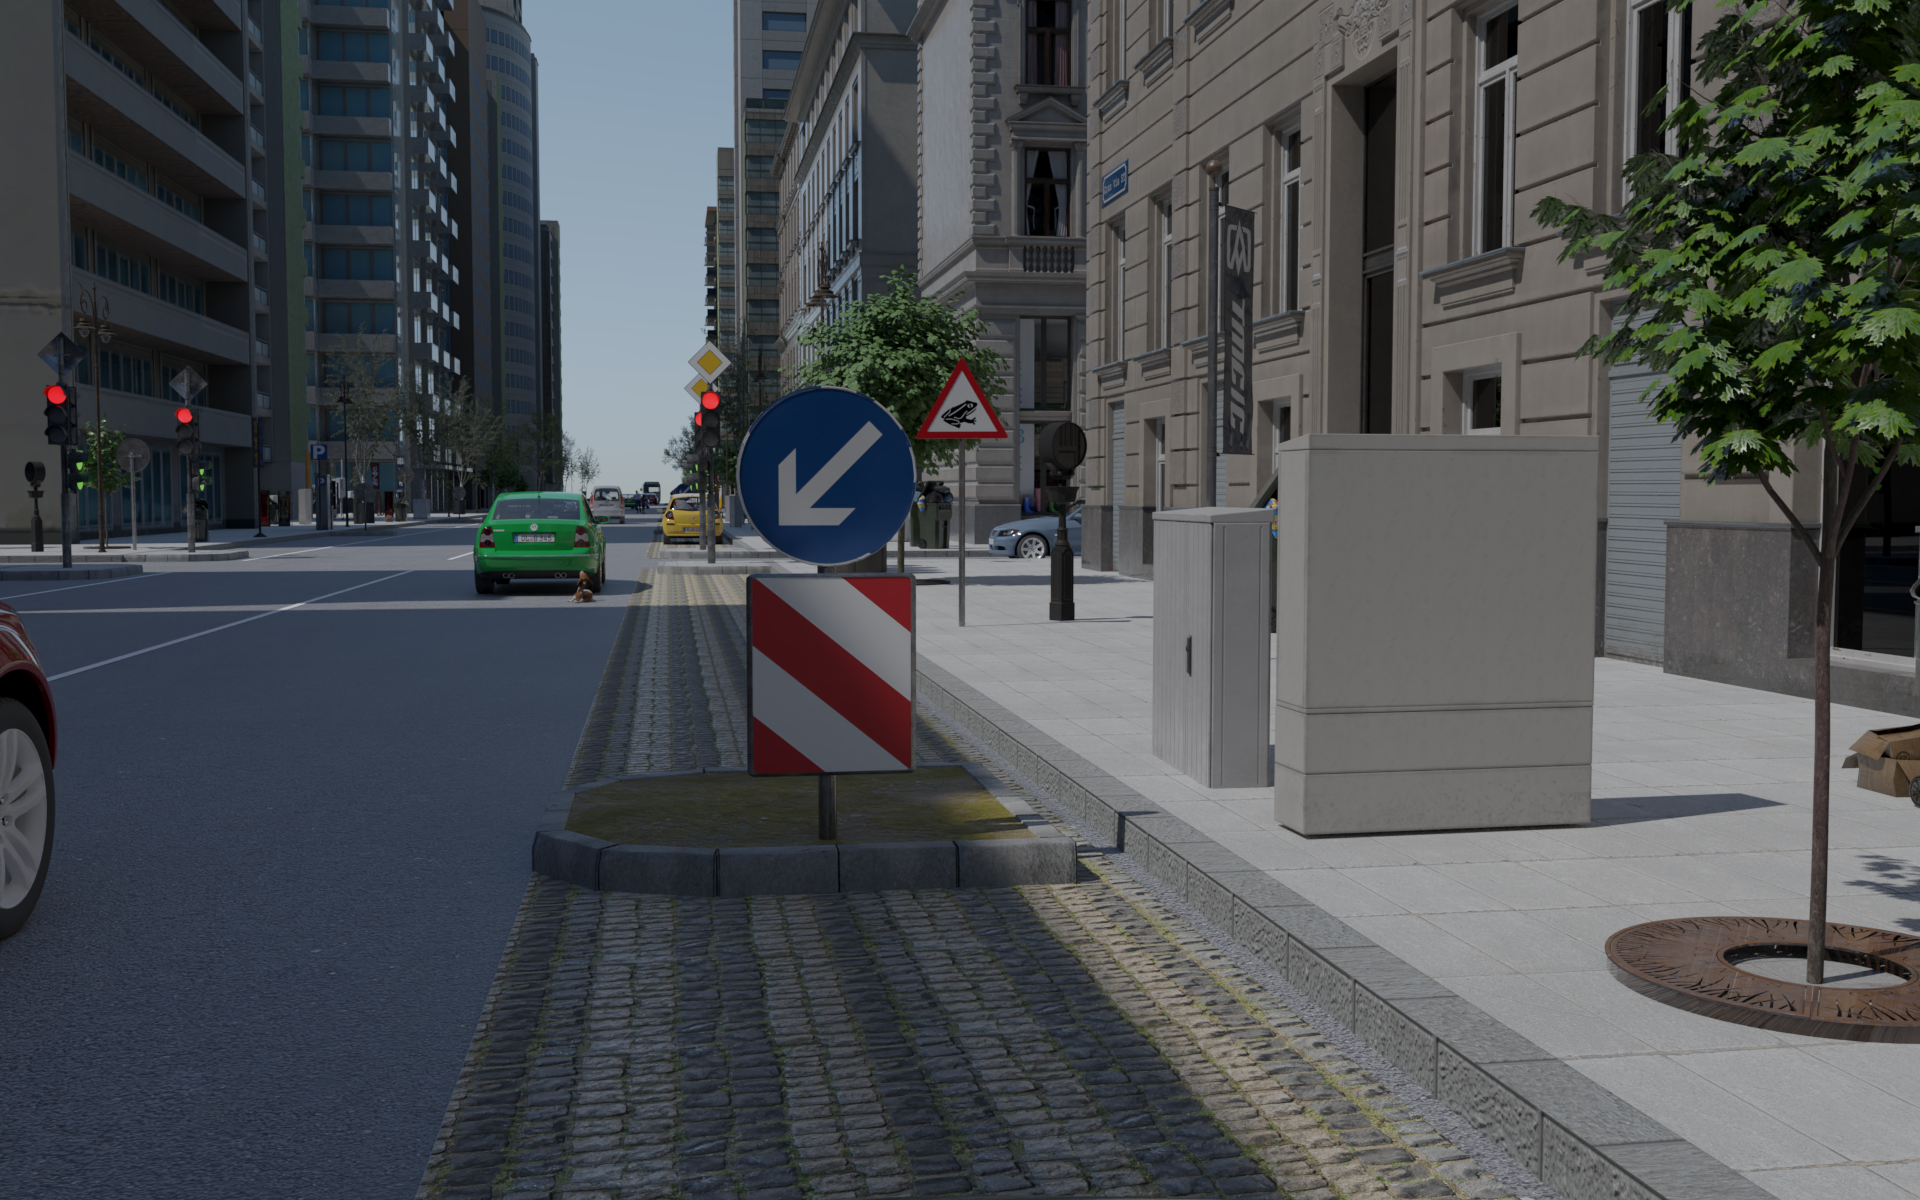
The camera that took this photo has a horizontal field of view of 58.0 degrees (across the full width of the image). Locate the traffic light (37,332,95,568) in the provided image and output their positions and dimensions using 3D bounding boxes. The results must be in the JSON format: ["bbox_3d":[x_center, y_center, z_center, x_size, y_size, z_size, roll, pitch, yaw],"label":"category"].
[{"bbox_3d":[-15.511,-2.513,30.012,0.839,4.253,0.868,-1,4,-10],"label":"traffic light"}]

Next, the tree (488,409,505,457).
[{"bbox_3d":[-30.292,-9.503,105.731,4.360,8.622,3.978,0,3,0],"label":"tree"}]

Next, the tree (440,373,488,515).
[{"bbox_3d":[-28.094,-8.611,91.160,4.360,8.622,3.978,0,3,0],"label":"tree"}]

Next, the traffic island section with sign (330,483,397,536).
[{"bbox_3d":[-20.571,-3.133,59.857,1.989,1.847,2.006,-1,4,-10],"label":"traffic island section with sign"}]

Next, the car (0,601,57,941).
[{"bbox_3d":[-3.820,0.298,3.808,2.281,1.827,5.304,0,4,-8],"label":"car"}]

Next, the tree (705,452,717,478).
[{"bbox_3d":[-11.380,-6.505,90.063,4.285,4.588,4.351,0,3,0],"label":"tree"}]

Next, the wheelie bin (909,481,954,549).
[{"bbox_3d":[-0.554,-1.997,40.557,0.693,1.594,0.980,3,4,36],"label":"wheelie bin"}]

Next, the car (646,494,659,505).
[{"bbox_3d":[-40.718,-13.397,228.082,2.155,1.783,4.494,0,4,-8],"label":"car"}]

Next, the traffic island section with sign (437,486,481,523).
[{"bbox_3d":[-25.186,-4.804,87.181,1.989,1.847,2.006,-1,4,-10],"label":"traffic island section with sign"}]

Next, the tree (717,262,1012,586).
[{"bbox_3d":[-0.936,-2.510,24.745,4.285,4.588,4.351,0,3,0],"label":"tree"}]

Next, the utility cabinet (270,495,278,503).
[{"bbox_3d":[-31.249,-4.094,78.102,1.020,1.237,0.306,1,4,22],"label":"utility cabinet"}]

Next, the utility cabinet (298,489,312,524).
[{"bbox_3d":[-27.587,-3.929,72.915,0.318,1.500,1.173,-1,4,-10],"label":"utility cabinet"}]

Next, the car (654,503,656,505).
[{"bbox_3d":[-41.941,-13.578,234.006,2.014,1.417,4.499,-1,4,-9],"label":"car"}]

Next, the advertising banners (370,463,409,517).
[{"bbox_3d":[-31.704,-6.117,96.204,2.074,3.025,0.090,0,4,-5],"label":"advertising banners"}]

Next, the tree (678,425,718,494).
[{"bbox_3d":[-26.995,-14.006,179.367,4.737,8.622,4.395,0,3,0],"label":"tree"}]

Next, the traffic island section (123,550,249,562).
[{"bbox_3d":[-16.879,-0.962,38.014,2.009,0.180,2.903,-1,4,-10],"label":"traffic island section"}]

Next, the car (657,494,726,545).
[{"bbox_3d":[-7.769,-2.446,50.222,2.015,1.641,3.980,-1,4,-10],"label":"car"}]

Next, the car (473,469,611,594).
[{"bbox_3d":[-6.336,-1.076,26.394,1.959,1.807,4.718,-1,4,-10],"label":"car"}]

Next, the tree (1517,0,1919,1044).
[{"bbox_3d":[2.206,-0.594,4.318,1.663,3.219,1.824,0,3,0],"label":"tree"}]

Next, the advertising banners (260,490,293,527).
[{"bbox_3d":[-27.399,-4.403,68.172,2.074,3.025,0.090,-2,4,-29],"label":"advertising banners"}]

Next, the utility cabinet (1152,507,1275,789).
[{"bbox_3d":[1.144,0.192,8.021,0.306,1.237,1.020,0,4,-8],"label":"utility cabinet"}]

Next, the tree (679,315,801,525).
[{"bbox_3d":[-8.872,-7.398,71.316,4.360,8.622,3.978,0,3,0],"label":"tree"}]

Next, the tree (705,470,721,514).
[{"bbox_3d":[-15.865,-7.143,111.395,1.663,3.219,1.824,0,3,0],"label":"tree"}]

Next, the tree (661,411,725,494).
[{"bbox_3d":[-29.826,-15.991,195.871,8.767,10.594,7.601,0,4,3],"label":"tree"}]

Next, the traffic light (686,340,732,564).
[{"bbox_3d":[-4.605,-2.626,31.859,0.839,4.253,0.868,-1,4,-10],"label":"traffic light"}]

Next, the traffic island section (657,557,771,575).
[{"bbox_3d":[-4.564,-0.593,31.980,2.009,0.180,2.903,-1,4,-10],"label":"traffic island section"}]

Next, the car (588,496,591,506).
[{"bbox_3d":[-35.790,-9.831,170.954,2.015,1.641,3.980,-1,4,-9],"label":"car"}]

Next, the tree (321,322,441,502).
[{"bbox_3d":[-25.755,-7.633,75.162,4.360,8.622,3.978,0,3,0],"label":"tree"}]

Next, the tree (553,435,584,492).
[{"bbox_3d":[-48.127,-15.960,211.300,4.360,8.622,3.978,0,3,0],"label":"tree"}]

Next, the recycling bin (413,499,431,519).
[{"bbox_3d":[-27.524,-4.649,88.562,0.722,1.027,0.722,0,4,-3],"label":"recycling bin"}]

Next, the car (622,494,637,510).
[{"bbox_3d":[-30.031,-9.042,156.638,1.959,1.807,4.718,-1,4,-10],"label":"car"}]

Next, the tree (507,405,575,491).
[{"bbox_3d":[-44.629,-15.206,183.033,8.767,10.594,7.601,0,4,-3],"label":"tree"}]

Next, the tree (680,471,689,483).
[{"bbox_3d":[-24.643,-11.357,169.401,4.285,4.588,4.351,0,3,0],"label":"tree"}]

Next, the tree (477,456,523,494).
[{"bbox_3d":[-35.296,-9.128,132.959,4.285,4.588,4.351,0,3,0],"label":"tree"}]

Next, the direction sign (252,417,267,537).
[{"bbox_3d":[-20.831,-3.636,51.452,0.379,3.537,0.876,0,4,-5],"label":"direction sign"}]

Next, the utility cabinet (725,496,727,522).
[{"bbox_3d":[-10.788,-4.254,80.707,0.306,1.237,1.020,0,4,-4],"label":"utility cabinet"}]

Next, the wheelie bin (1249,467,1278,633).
[{"bbox_3d":[3.041,-0.509,16.224,0.693,1.594,0.980,0,4,5],"label":"wheelie bin"}]

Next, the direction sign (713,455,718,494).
[{"bbox_3d":[-13.559,-6.345,95.742,0.379,3.537,0.876,-3,4,-37],"label":"direction sign"}]

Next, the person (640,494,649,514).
[{"bbox_3d":[-23.250,-7.066,127.291,0.557,1.426,1.065,-3,5,-44],"label":"person"}]

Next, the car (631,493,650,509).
[{"bbox_3d":[-31.141,-9.729,168.656,1.945,1.707,3.694,0,4,-8],"label":"car"}]

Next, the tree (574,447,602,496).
[{"bbox_3d":[-57.123,-19.243,264.979,4.737,8.622,4.395,0,3,0],"label":"tree"}]

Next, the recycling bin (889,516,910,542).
[{"bbox_3d":[-1.695,-2.077,46.517,0.722,1.027,0.722,2,4,23],"label":"recycling bin"}]

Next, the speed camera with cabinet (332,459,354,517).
[{"bbox_3d":[-35.069,-6.419,99.283,0.660,3.252,2.038,1,4,21],"label":"speed camera with cabinet"}]

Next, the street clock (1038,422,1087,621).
[{"bbox_3d":[1.036,-0.793,17.531,0.471,2.002,0.358,-3,4,-38],"label":"street clock"}]

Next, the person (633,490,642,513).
[{"bbox_3d":[-24.566,-7.489,131.879,0.756,1.711,0.436,-1,4,-21],"label":"person"}]

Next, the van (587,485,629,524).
[{"bbox_3d":[-17.027,-4.686,83.626,2.013,2.044,4.112,-1,4,-11],"label":"van"}]

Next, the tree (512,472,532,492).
[{"bbox_3d":[-38.219,-9.561,150.915,1.663,3.219,1.824,0,3,0],"label":"tree"}]

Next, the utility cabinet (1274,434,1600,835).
[{"bbox_3d":[1.816,0.125,6.639,1.173,1.500,0.318,-1,4,-11],"label":"utility cabinet"}]

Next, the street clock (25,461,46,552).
[{"bbox_3d":[-20.456,-2.066,38.352,0.471,2.002,0.358,2,4,34],"label":"street clock"}]

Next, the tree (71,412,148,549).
[{"bbox_3d":[-19.950,-2.820,40.716,1.663,3.219,1.824,0,3,0],"label":"tree"}]

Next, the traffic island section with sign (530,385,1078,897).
[{"bbox_3d":[-0.712,0.094,7.096,1.989,1.847,2.006,-1,4,-10],"label":"traffic island section with sign"}]

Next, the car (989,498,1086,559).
[{"bbox_3d":[2.842,-1.488,36.336,4.499,1.417,2.014,0,4,-8],"label":"car"}]

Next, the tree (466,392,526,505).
[{"bbox_3d":[-33.769,-10.741,125.981,4.737,8.622,4.395,0,3,0],"label":"tree"}]

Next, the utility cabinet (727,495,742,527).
[{"bbox_3d":[-8.714,-3.433,67.295,0.306,1.237,1.020,-1,4,-19],"label":"utility cabinet"}]

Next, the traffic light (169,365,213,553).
[{"bbox_3d":[-16.838,-2.995,37.886,0.839,4.253,0.868,-1,4,-10],"label":"traffic light"}]

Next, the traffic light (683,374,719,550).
[{"bbox_3d":[-5.933,-3.108,39.733,0.839,4.253,0.868,-1,4,-10],"label":"traffic light"}]

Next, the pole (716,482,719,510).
[{"bbox_3d":[-14.140,-6.544,100.845,0.158,3.312,0.155,0,3,0],"label":"pole"}]

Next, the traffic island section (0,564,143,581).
[{"bbox_3d":[-15.552,-0.481,30.139,2.009,0.180,2.903,-1,4,-10],"label":"traffic island section"}]

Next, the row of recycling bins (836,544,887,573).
[{"bbox_3d":[-1.795,-1.347,29.143,1.069,1.692,3.534,-1,4,-9],"label":"row of recycling bins"}]

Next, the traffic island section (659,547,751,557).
[{"bbox_3d":[-5.891,-1.075,39.854,2.009,0.180,2.903,-1,4,-10],"label":"traffic island section"}]
